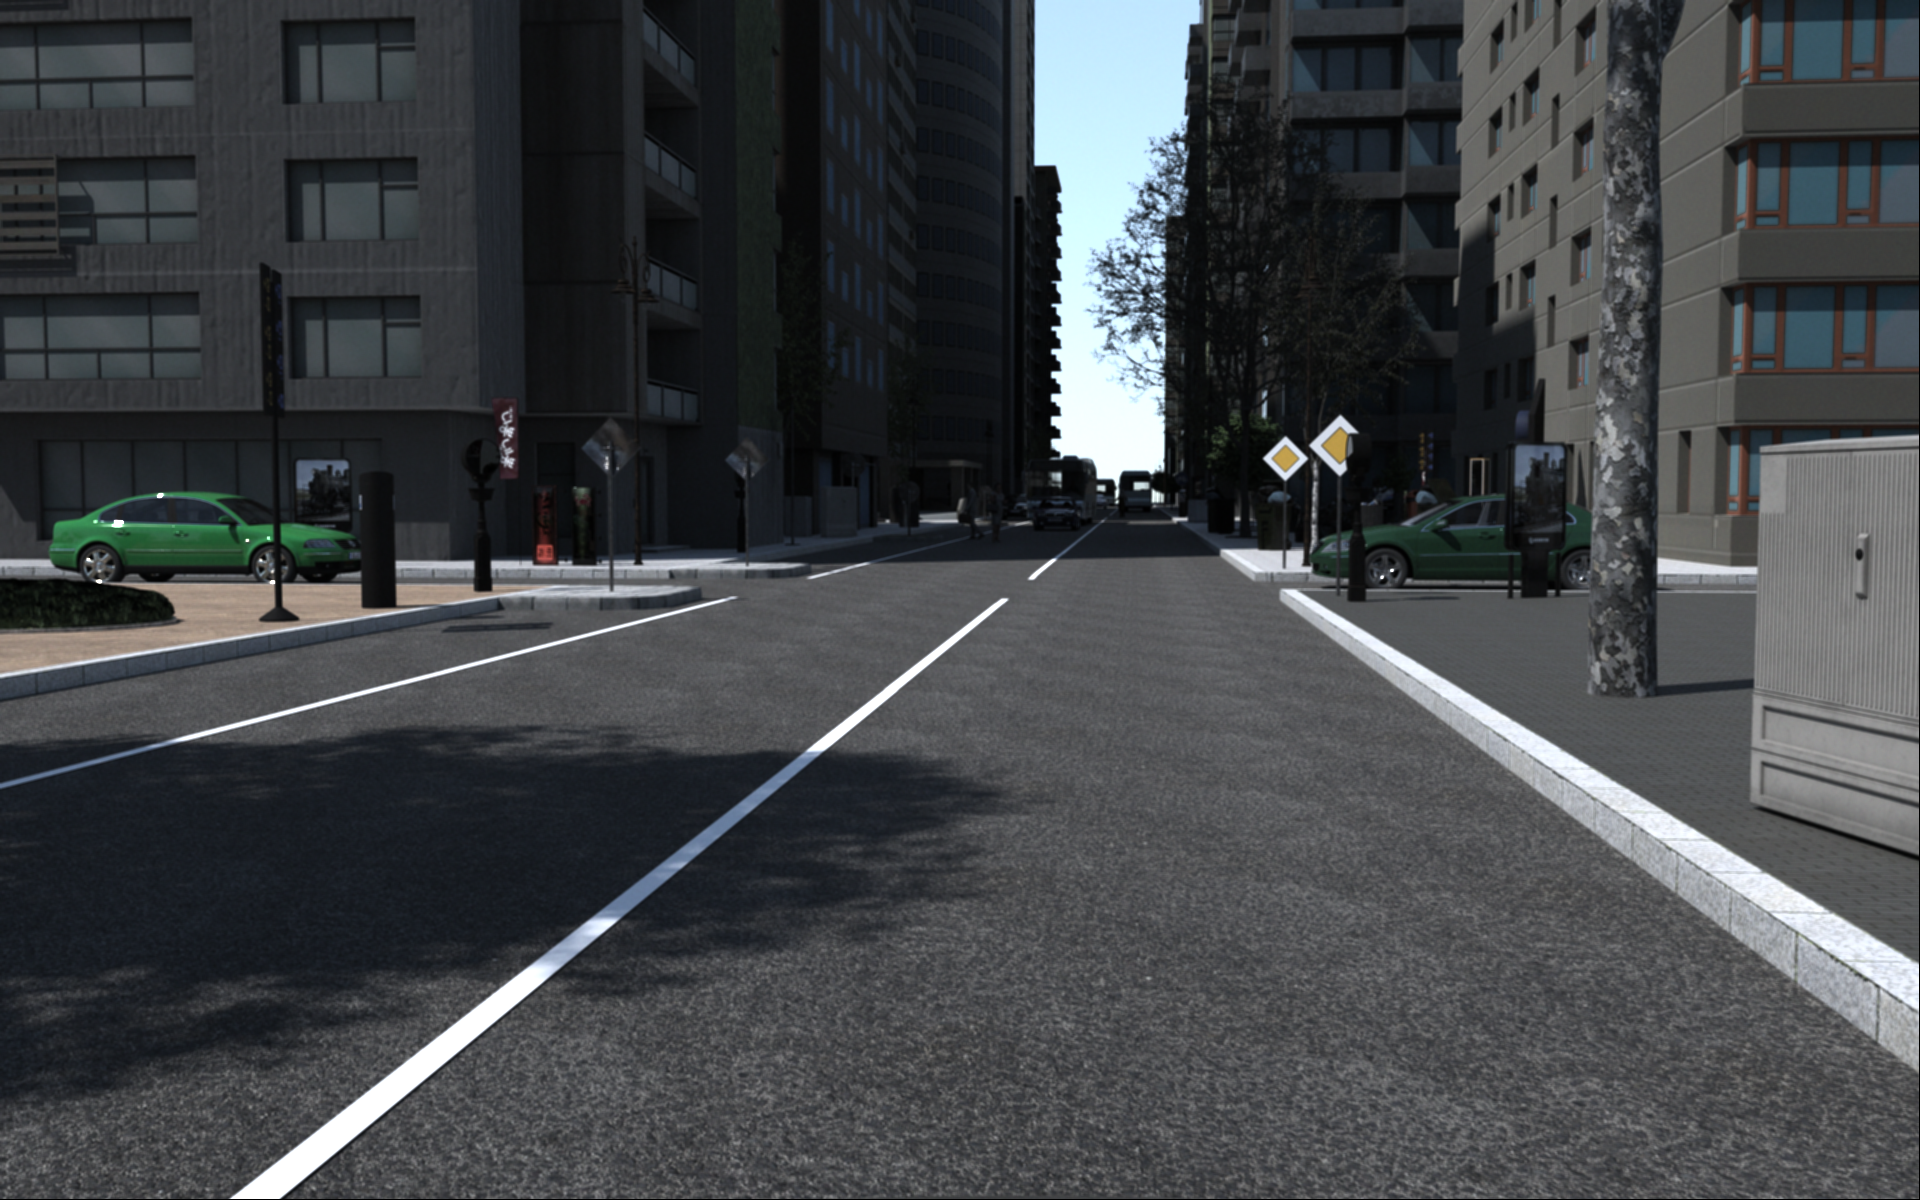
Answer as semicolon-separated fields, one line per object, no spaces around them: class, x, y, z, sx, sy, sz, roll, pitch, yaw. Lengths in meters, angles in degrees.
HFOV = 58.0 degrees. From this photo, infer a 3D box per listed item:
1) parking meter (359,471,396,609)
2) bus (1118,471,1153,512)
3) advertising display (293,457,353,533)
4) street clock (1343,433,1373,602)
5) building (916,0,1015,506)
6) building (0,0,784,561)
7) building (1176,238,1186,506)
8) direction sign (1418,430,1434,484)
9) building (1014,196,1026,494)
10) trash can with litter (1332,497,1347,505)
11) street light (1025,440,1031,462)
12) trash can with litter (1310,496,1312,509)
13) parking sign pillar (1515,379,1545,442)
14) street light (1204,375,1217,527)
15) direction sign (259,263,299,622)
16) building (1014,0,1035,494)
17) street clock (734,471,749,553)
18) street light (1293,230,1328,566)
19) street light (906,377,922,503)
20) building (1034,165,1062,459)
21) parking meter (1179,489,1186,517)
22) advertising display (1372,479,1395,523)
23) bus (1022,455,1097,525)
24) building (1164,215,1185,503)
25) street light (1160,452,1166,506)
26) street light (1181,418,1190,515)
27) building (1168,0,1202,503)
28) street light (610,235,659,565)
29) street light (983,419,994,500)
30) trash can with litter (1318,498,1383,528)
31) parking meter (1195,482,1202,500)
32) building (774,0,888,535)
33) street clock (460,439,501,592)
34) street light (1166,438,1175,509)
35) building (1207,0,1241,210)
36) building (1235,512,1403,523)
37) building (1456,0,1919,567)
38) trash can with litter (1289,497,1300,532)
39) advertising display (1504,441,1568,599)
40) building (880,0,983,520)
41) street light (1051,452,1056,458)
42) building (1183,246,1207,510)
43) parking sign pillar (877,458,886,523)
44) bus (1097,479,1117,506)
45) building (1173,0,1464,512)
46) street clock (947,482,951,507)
parking meter;-6.570;-0.681;19.543;0.372;1.533;0.369;0;3;0
bus;14.442;-9.024;142.396;2.948;3.499;13.247;0;4;6
advertising display;-11.300;-1.561;30.732;0.974;1.923;0.123;-2;4;-30
street clock;4.743;-0.984;20.656;0.358;2.002;0.471;0;4;2
building;-7.684;-35.336;119.747;21.231;58.520;28.212;0;4;6
building;-12.301;-21.683;38.110;14.154;41.232;14.086;0;4;6
building;31.563;-25.950;195.977;14.160;30.474;14.107;0;4;6
direction sign;16.454;-4.232;61.188;0.379;3.537;0.876;-1;4;-20
building;-1.263;-23.863;161.859;14.160;30.474;14.107;0;4;6
trash can with litter;16.055;-3.733;72.422;1.055;1.170;0.624;-3;4;-38
street light;5.721;-10.496;144.397;0.468;5.910;1.993;0;4;6
trash can with litter;14.151;-3.637;70.523;1.678;1.210;2.233;-3;5;-40
parking sign pillar;13.163;-3.153;40.022;1.447;3.967;1.447;2;4;27
street light;9.718;-5.778;67.259;0.468;5.910;1.993;0;4;6
direction sign;-6.902;-1.557;17.451;0.379;3.537;0.876;-1;4;-10
building;0.365;-46.638;200.780;20.563;71.187;20.611;0;4;6
street clock;-4.787;-2.044;37.985;0.358;2.002;0.471;-1;4;-17
street light;6.165;-3.537;30.623;0.468;5.910;1.993;0;4;6
street light;-1.818;-5.851;68.456;0.468;5.910;1.993;0;4;6
building;1.934;-34.962;226.247;22.147;44.769;28.867;0;4;6
parking meter;12.276;-5.329;95.536;0.372;1.533;0.369;0;3;0
advertising display;17.594;-4.079;71.908;0.974;1.923;0.123;3;4;38
bus;4.911;-5.340;82.172;2.948;3.499;13.247;0;4;7
building;37.224;-34.950;255.023;14.154;41.232;14.086;0;4;6
street light;21.316;-12.686;180.208;0.468;5.910;1.993;0;4;6
street light;13.811;-8.190;106.692;0.468;5.910;1.993;0;4;6
building;39.571;-56.154;230.786;22.319;86.520;31.000;0;4;6
street light;-5.816;-3.569;31.144;0.468;5.910;1.993;0;4;6
street light;1.913;-8.223;107.226;0.468;5.910;1.993;0;4;6
trash can with litter;8.049;-1.313;32.526;2.233;1.210;1.678;2;4;25
parking meter;11.376;-4.709;82.696;0.255;1.863;0.399;1;4;22
building;-10.409;-25.070;60.009;14.600;45.320;14.200;0;4;6
street clock;-6.284;-1.113;22.761;0.471;2.002;0.358;-2;4;-33
street light;17.580;-10.447;143.591;0.468;5.910;1.993;0;4;6
building;22.923;-26.162;111.340;14.154;41.232;14.086;0;4;6
building;25.138;-28.603;87.274;23.786;49.044;30.456;0;4;6
building;29.390;-12.060;42.217;28.899;21.520;27.650;0;4;6
trash can with litter;10.826;-2.836;57.756;1.055;1.170;0.624;1;4;14
advertising display;7.129;-0.993;21.450;0.974;1.923;0.123;-2;4;-31
building;-15.303;-24.567;93.558;32.217;40.220;23.993;0;4;6
street light;10.423;-13.281;189.936;0.468;5.910;1.993;0;4;6
building;31.431;-17.590;132.641;27.650;21.520;28.899;0;4;6
parking sign pillar;-4.075;-5.496;78.332;1.447;3.967;1.447;1;4;22
bus;17.002;-12.791;203.990;2.948;3.499;13.247;0;4;5
building;32.261;-33.166;161.876;23.786;49.044;30.456;0;4;6
street clock;-0.600;-6.200;105.938;0.358;2.002;0.471;1;4;21
